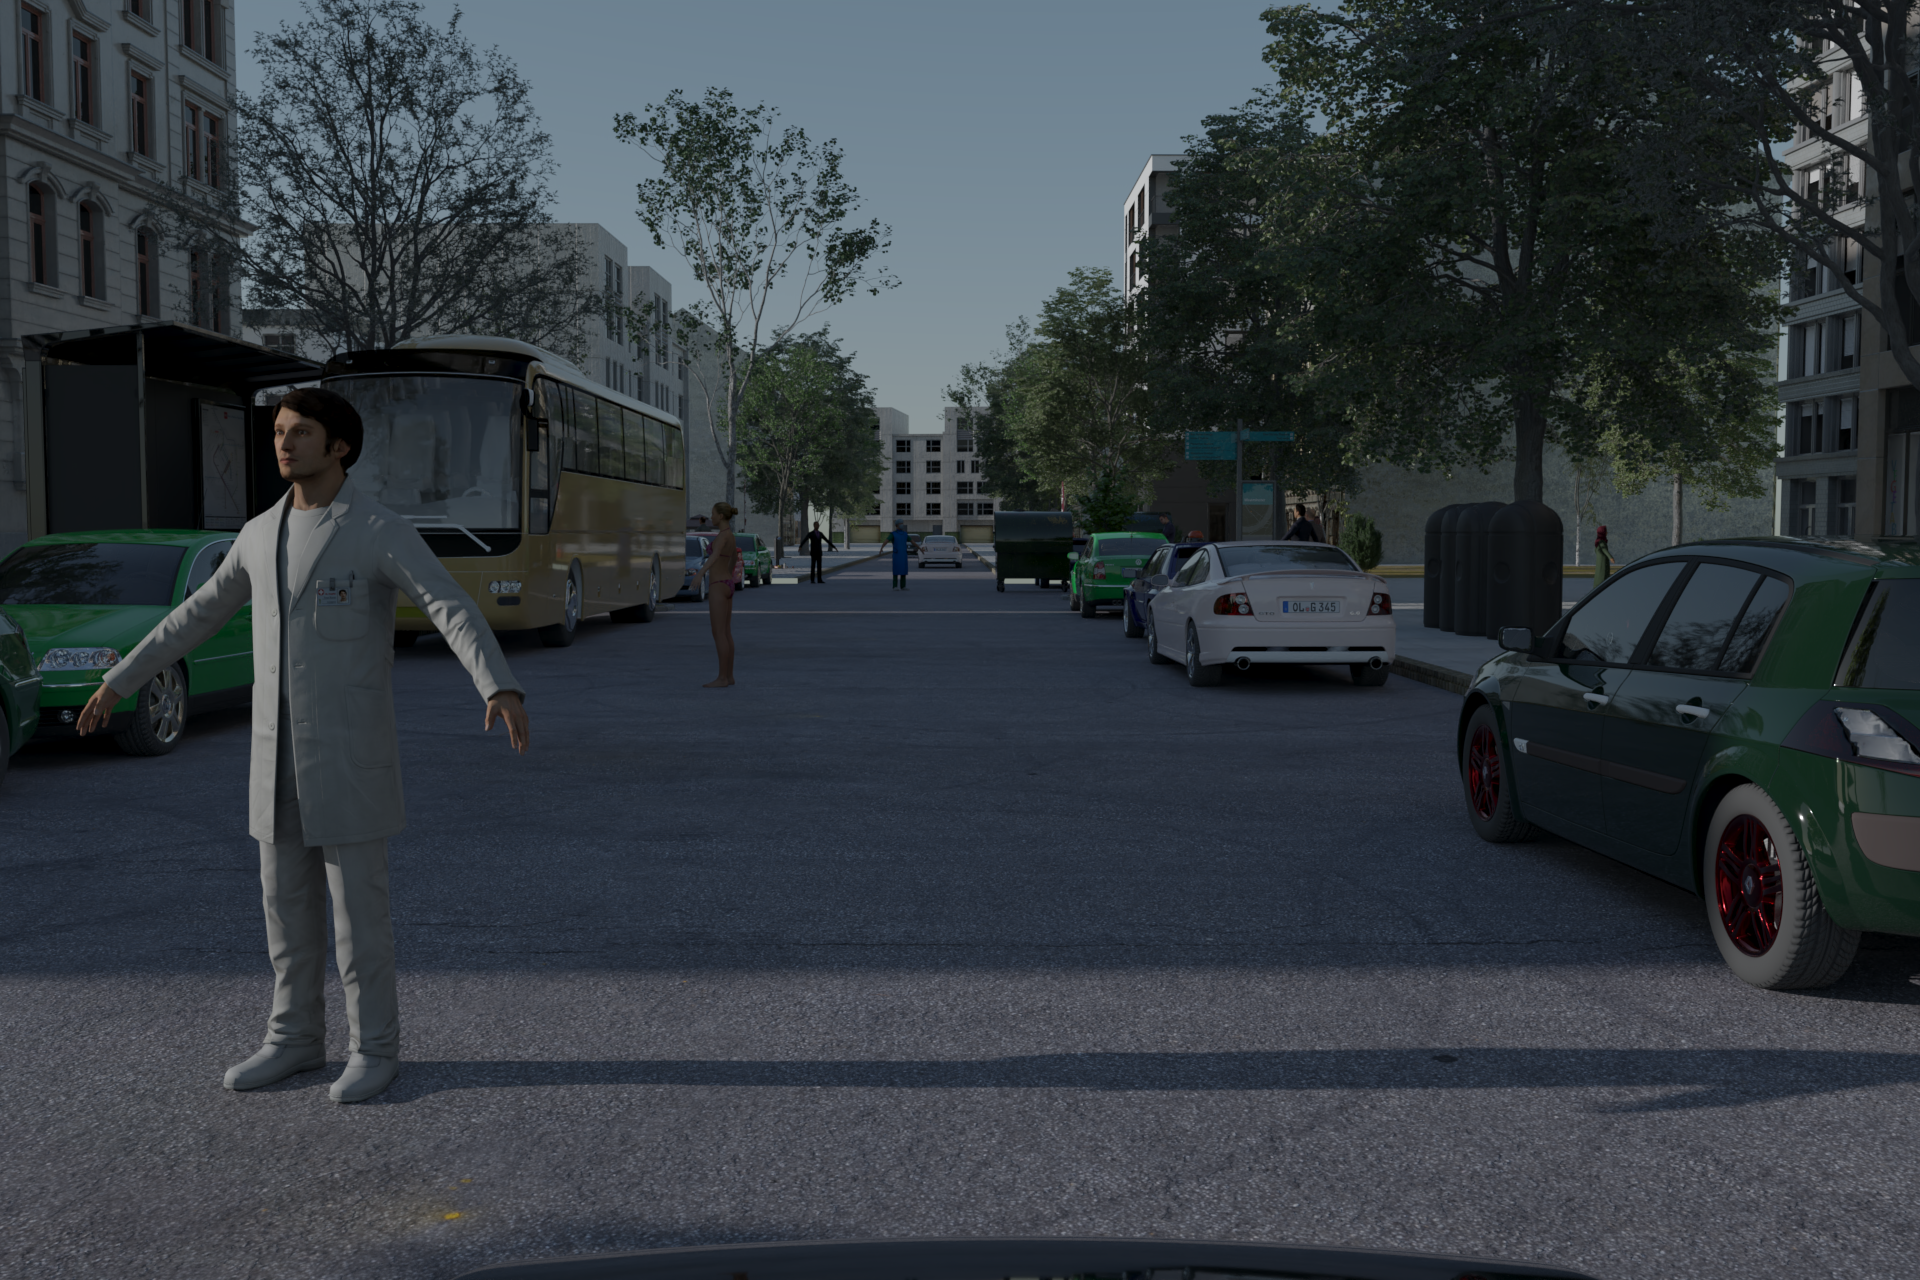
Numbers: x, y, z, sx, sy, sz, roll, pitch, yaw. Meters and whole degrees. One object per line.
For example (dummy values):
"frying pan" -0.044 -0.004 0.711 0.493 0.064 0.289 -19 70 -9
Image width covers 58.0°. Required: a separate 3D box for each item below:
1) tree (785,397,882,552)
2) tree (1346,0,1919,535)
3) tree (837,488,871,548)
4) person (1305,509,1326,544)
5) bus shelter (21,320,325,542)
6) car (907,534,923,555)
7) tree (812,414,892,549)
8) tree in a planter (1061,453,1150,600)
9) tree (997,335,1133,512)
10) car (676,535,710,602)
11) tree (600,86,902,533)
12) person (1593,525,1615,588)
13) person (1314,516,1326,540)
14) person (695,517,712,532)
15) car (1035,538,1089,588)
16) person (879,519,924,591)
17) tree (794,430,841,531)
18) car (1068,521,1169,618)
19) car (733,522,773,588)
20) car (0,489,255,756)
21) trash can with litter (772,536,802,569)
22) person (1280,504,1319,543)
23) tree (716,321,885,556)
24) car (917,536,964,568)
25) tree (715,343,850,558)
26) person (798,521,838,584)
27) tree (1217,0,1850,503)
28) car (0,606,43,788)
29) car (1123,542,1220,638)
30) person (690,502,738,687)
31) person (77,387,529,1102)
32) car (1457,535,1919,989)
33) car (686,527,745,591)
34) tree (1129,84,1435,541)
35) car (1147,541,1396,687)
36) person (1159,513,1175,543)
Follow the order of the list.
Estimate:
"tree" -9.274 -12.230 125.722 9.928 11.665 9.643 0 3 0
"tree" 8.762 -6.431 15.511 12.009 13.543 11.850 0 3 0
"tree" -10.169 -12.597 156.320 4.737 8.622 4.395 0 3 0
"person" 6.569 -1.604 32.829 0.990 1.755 0.434 -2 4 -28
"bus shelter" -9.561 -1.887 22.143 1.731 3.624 6.357 0 4 -1
"car" -3.091 -5.899 106.236 2.009 1.686 4.222 0 4 -1
"tree" -9.517 -13.860 144.740 7.486 12.596 7.792 0 3 0
"tree in a planter" 3.226 -2.490 37.930 1.991 3.239 1.994 0 4 -1
"tree" 5.519 -10.011 89.429 9.928 11.665 9.643 0 3 0
"car" -6.259 -1.582 37.874 2.014 1.417 4.499 0 3 0
"tree" -8.798 -13.214 71.938 12.611 20.169 13.585 0 3 0
"person" 11.512 -1.326 30.890 0.599 1.438 0.989 0 4 7
"person" 10.184 -2.658 49.606 0.704 1.811 1.347 -1 4 -16
"person" -7.604 -2.743 51.113 0.705 1.796 1.348 3 5 40
"car" 2.944 -2.103 46.972 1.945 1.354 3.894 0 4 0
"person" -1.517 -2.168 44.028 1.347 1.817 0.704 -2 4 -35
"tree" -9.361 -10.035 114.433 4.360 8.622 3.978 0 3 0
"car" 2.943 -1.354 30.927 1.959 1.807 4.718 0 4 0
"car" -6.234 -2.379 47.698 1.959 1.807 4.718 0 3 0
"car" -6.011 -0.230 12.563 1.959 1.807 4.718 0 4 0
"trash can with litter" -6.675 -3.289 64.836 1.678 1.210 2.233 0 4 1
"person" 6.043 -1.521 30.911 1.345 1.823 0.704 -3 5 -41
"tree" -9.381 -12.013 103.062 9.857 13.997 8.962 0 3 0
"car" -0.845 -3.761 73.847 2.083 1.381 4.827 0 4 -1
"tree" -9.525 -10.243 93.228 9.928 11.665 9.643 0 3 0
"person" -4.152 -2.542 50.239 1.346 1.802 0.704 -3 4 -36
"tree" 9.463 -7.477 28.897 9.857 13.997 8.962 0 3 0
"car" -5.986 0.257 7.590 2.131 1.459 4.920 0 3 0
"car" 3.172 -0.625 22.794 1.945 1.354 3.894 0 4 -2
"person" -2.318 -0.431 16.311 0.721 1.733 1.217 0 4 7
"person" -1.671 0.254 4.488 1.347 1.806 0.705 1 4 18
"car" 3.304 0.179 6.858 2.009 1.686 4.222 0 4 -1
"car" -6.363 -2.042 42.422 2.155 1.783 4.494 0 4 0
"tree" 9.248 -8.749 49.705 9.857 13.997 8.962 0 3 0
"car" 3.054 -0.324 17.652 2.083 1.381 4.827 0 4 -1
"person" 4.695 -2.053 40.054 0.568 1.767 0.683 -1 4 -11
